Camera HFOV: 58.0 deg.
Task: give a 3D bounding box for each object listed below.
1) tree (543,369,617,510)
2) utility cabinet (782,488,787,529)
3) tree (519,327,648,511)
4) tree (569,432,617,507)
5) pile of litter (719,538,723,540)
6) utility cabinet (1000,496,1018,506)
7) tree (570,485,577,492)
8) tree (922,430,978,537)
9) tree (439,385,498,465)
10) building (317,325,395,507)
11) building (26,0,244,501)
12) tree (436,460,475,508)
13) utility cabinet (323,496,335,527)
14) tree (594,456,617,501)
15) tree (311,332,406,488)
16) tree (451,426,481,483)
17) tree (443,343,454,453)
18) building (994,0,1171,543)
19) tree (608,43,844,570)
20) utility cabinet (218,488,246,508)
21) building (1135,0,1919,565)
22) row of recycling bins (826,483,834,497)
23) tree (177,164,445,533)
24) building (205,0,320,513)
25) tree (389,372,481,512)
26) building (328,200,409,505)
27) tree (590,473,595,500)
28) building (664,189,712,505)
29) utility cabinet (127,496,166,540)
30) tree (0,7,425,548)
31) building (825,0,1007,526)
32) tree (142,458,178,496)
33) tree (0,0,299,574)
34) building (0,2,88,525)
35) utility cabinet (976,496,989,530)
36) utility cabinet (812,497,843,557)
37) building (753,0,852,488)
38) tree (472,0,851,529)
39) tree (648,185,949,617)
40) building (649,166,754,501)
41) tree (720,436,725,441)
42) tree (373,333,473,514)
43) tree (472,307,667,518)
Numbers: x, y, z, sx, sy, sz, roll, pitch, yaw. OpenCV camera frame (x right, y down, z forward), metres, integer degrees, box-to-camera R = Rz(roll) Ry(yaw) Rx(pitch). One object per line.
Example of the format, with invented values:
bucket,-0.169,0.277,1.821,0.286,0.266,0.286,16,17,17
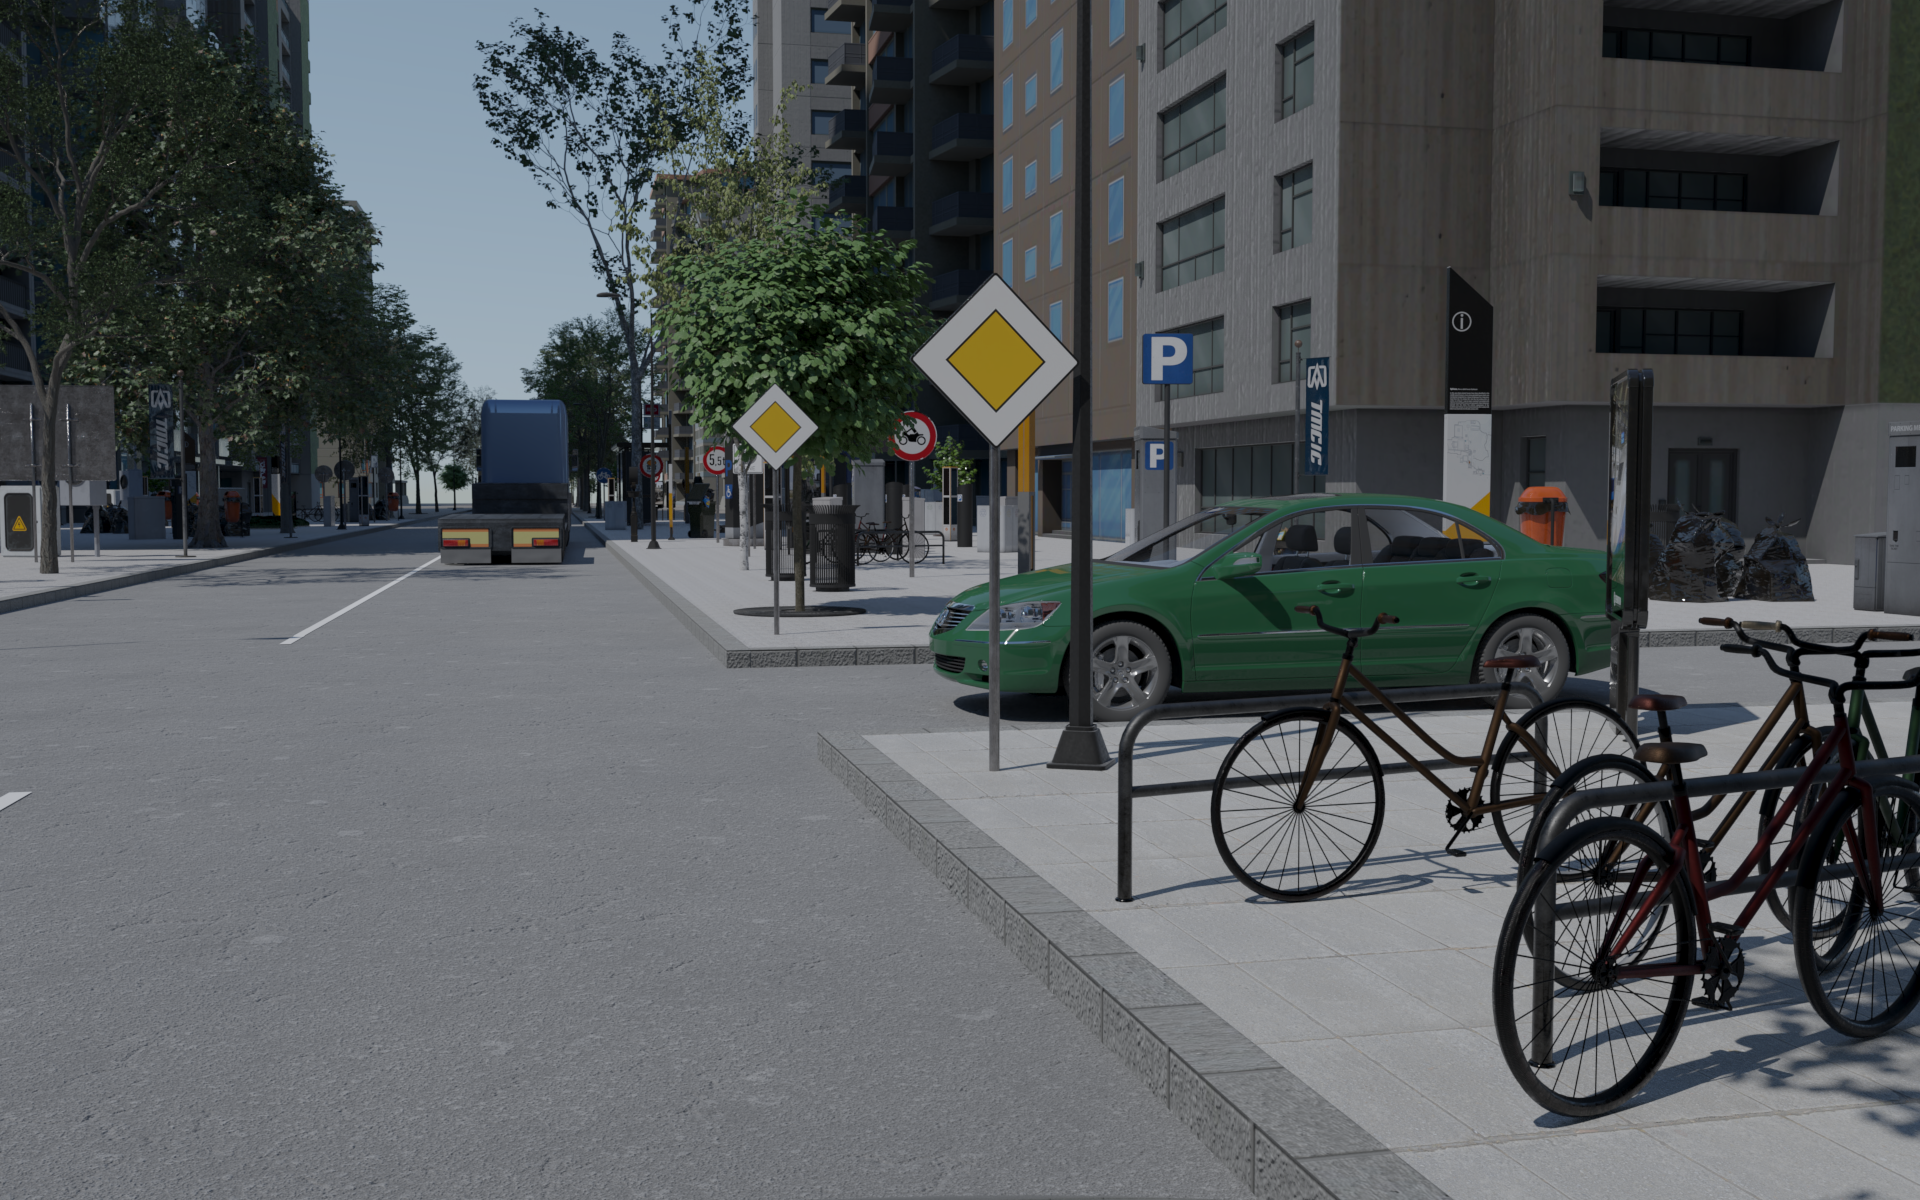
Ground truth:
tree,-31.465,-13.692,141.990,7.486,12.596,7.792,0,3,0
utility cabinet,-5.878,-3.274,62.209,1.173,1.500,0.318,0,4,-7
tree,-28.090,-13.628,129.479,9.857,13.997,8.962,0,3,0
tree,-38.148,-15.668,173.175,9.611,12.733,9.660,0,3,0
pile of litter,-6.069,-2.149,49.108,1.719,0.858,1.176,0,4,-4
utility cabinet,1.332,-2.234,47.681,0.306,1.237,1.020,2,4,26
tree,-40.975,-14.525,187.848,4.360,8.622,3.978,0,3,0
tree,-0.432,-3.539,52.468,1.663,3.219,1.824,0,3,0
tree,-53.484,-17.287,193.018,12.009,13.543,11.850,0,3,0
building,-77.051,-20.940,187.407,27.650,21.520,28.899,-1,4,-13
building,-54.336,-29.128,95.844,23.786,49.044,30.456,-1,4,-13
tree,-46.060,-10.644,157.745,4.285,4.588,4.351,0,3,0
utility cabinet,-24.963,-3.508,68.514,0.306,1.237,1.020,-1,4,-11
tree,-17.157,-5.636,86.748,1.663,3.219,1.824,0,3,0
tree,-25.212,-7.496,72.921,4.360,8.622,3.978,0,3,0
tree,-49.083,-13.718,174.645,4.360,8.622,3.978,0,3,0
tree,-31.338,-10.728,93.523,7.486,12.596,7.792,0,3,0
building,9.439,-24.451,49.881,14.600,45.320,14.200,-1,4,-13
tree,-3.639,-4.789,28.668,4.737,8.622,4.395,0,3,0
utility cabinet,-25.574,-3.176,60.603,0.318,1.500,1.173,2,4,33
building,12.501,-16.169,36.057,14.107,30.474,14.160,-1,4,-13
row of recycling bins,-4.932,-3.674,67.180,1.069,1.692,3.534,1,4,20
tree,-21.795,-8.443,56.168,7.486,12.596,7.792,0,3,0
building,-57.819,-27.474,132.789,14.154,41.232,14.086,-1,4,-13
tree,-37.630,-11.620,124.393,8.767,10.594,7.601,-1,4,-17
building,-85.325,-31.827,212.244,32.217,40.220,23.993,-1,4,-13
tree,-32.739,-9.779,154.488,1.663,3.219,1.824,0,3,0
building,-19.353,-31.705,210.250,32.217,40.220,23.993,-1,4,-13
utility cabinet,-23.090,-2.325,49.168,0.306,1.237,1.020,2,4,27
tree,-18.077,-7.607,41.377,9.611,12.733,9.660,0,3,0
building,5.645,-25.973,79.290,22.147,44.769,28.867,-1,4,-13
tree,-35.480,-4.987,76.134,1.663,3.219,1.824,0,3,0
tree,-14.640,-5.680,27.276,8.767,10.594,7.601,-1,4,-12
building,-47.724,-38.569,68.849,20.563,71.187,20.611,-1,4,-13
utility cabinet,1.082,-3.121,62.187,1.020,1.237,0.306,2,4,33
utility cabinet,-2.746,-1.508,35.812,0.306,1.237,1.020,-2,4,-25
building,-3.601,-35.280,118.819,21.231,58.520,28.212,-1,4,-13
tree,-10.328,-12.594,61.800,12.611,20.169,13.585,0,3,0
tree,-1.663,-2.135,18.623,4.285,4.588,4.351,0,3,0
building,-30.396,-35.474,234.620,22.147,44.769,28.867,-1,4,-13
tree,-8.668,-7.587,74.409,4.360,8.622,3.978,0,3,0
tree,-34.998,-11.331,111.022,9.928,11.665,9.643,0,3,0
tree,-19.662,-10.335,94.740,9.928,11.665,9.643,0,3,0
